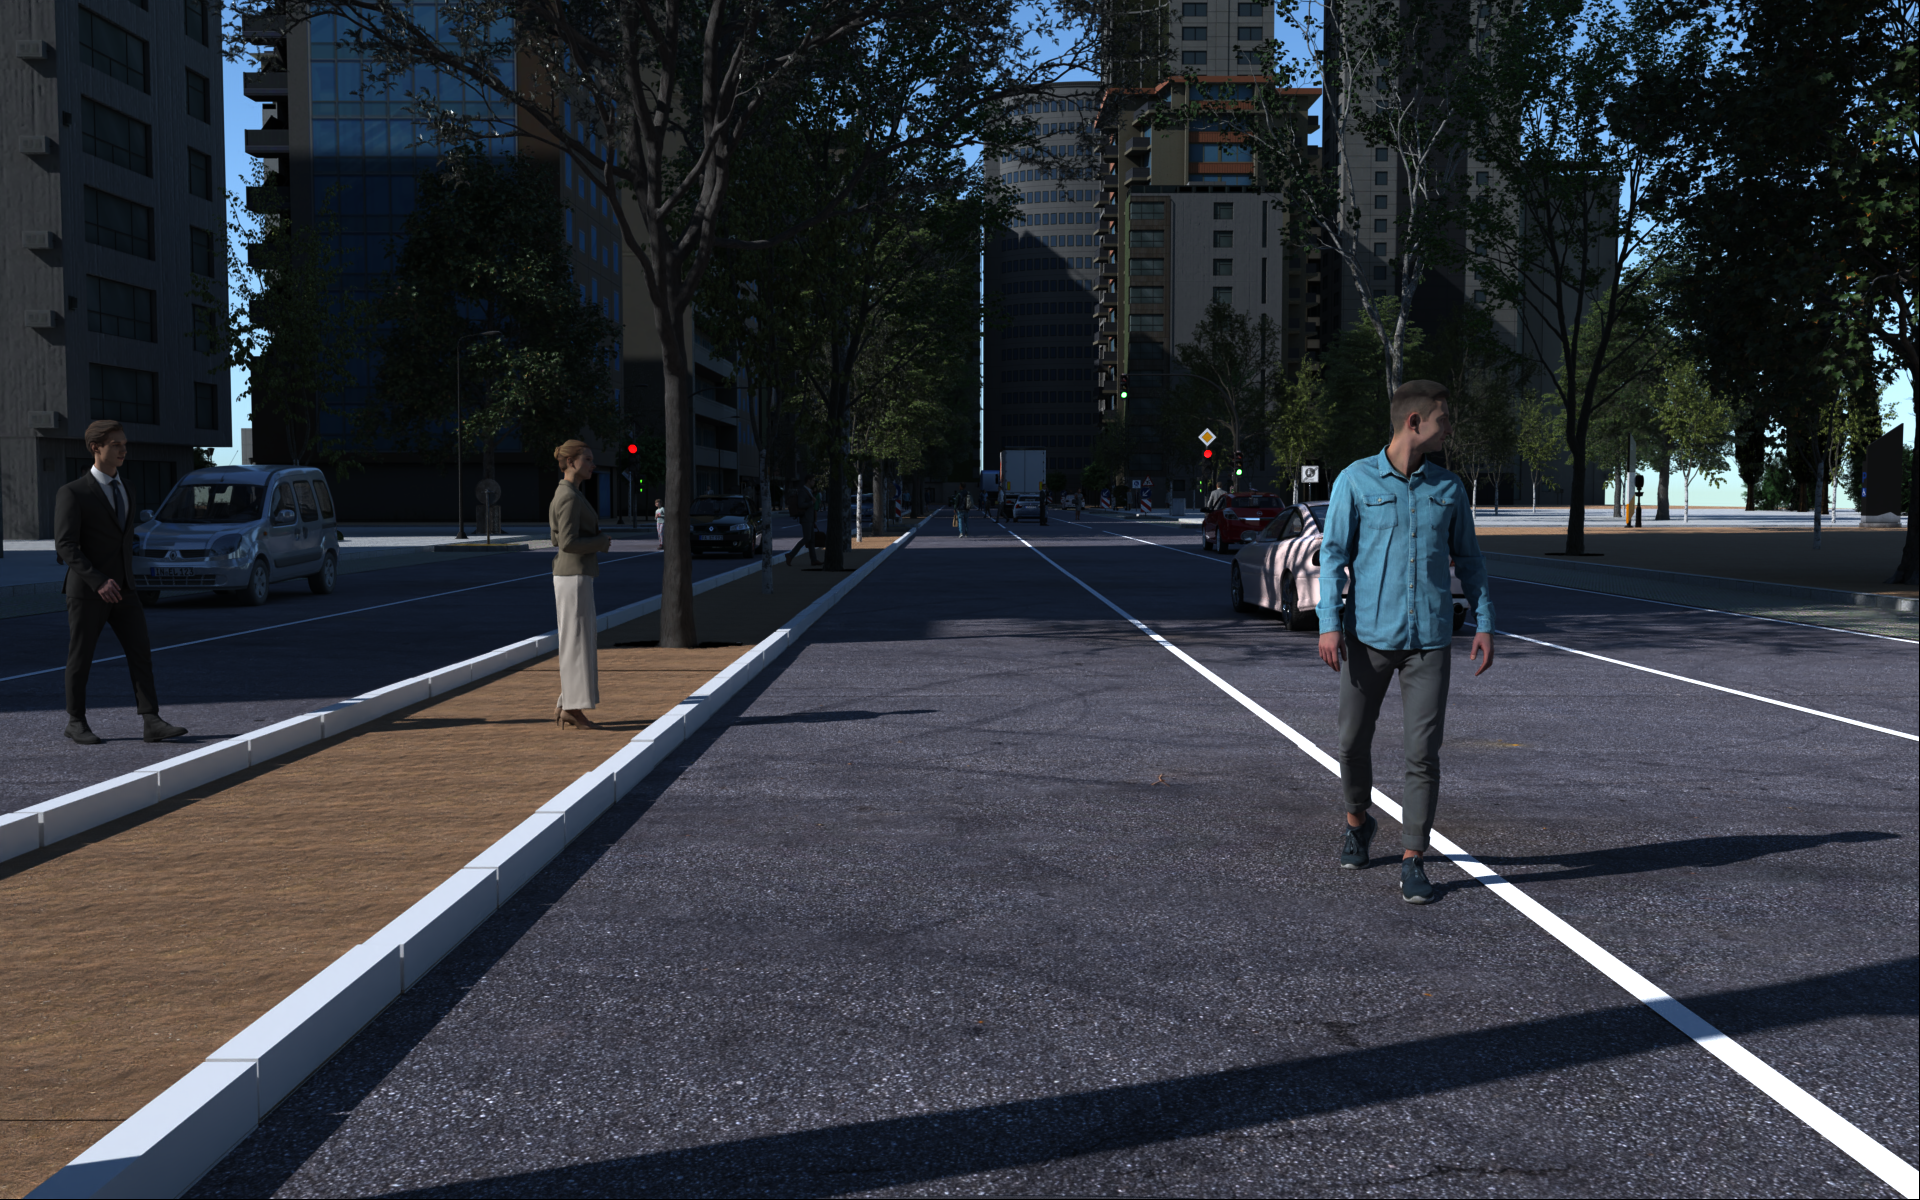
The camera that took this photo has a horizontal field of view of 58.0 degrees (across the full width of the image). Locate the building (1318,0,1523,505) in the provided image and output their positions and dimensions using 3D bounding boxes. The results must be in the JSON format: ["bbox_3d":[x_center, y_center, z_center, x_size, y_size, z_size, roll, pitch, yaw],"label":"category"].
[{"bbox_3d":[54.455,-47.216,210.226,20.611,71.187,20.563,0,3,0],"label":"building"}]

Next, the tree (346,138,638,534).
[{"bbox_3d":[-15.116,-8.480,55.662,9.611,12.733,9.660,0,3,0],"label":"tree"}]

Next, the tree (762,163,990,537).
[{"bbox_3d":[-2.865,-8.408,58.060,7.486,12.596,7.792,0,3,0],"label":"tree"}]

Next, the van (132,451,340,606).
[{"bbox_3d":[-9.819,-1.006,23.465,2.013,2.044,4.112,0,4,-1],"label":"van"}]

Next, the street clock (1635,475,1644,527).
[{"bbox_3d":[26.083,-3.790,66.534,0.358,2.002,0.471,0,4,8],"label":"street clock"}]

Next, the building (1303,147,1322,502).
[{"bbox_3d":[56.510,-37.980,244.670,21.600,48.544,21.300,0,3,0],"label":"building"}]

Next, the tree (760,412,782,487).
[{"bbox_3d":[-15.123,-12.047,147.332,4.360,8.622,3.978,0,3,0],"label":"tree"}]

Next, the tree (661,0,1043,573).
[{"bbox_3d":[-2.226,-6.321,31.566,9.928,11.665,9.643,0,3,0],"label":"tree"}]

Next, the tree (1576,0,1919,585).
[{"bbox_3d":[13.837,-6.576,24.529,9.611,12.733,9.660,0,3,0],"label":"tree"}]

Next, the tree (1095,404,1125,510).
[{"bbox_3d":[13.002,-11.498,138.354,4.360,8.622,3.978,0,3,0],"label":"tree"}]

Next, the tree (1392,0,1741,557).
[{"bbox_3d":[12.789,-6.718,35.593,9.928,11.665,9.643,0,3,0],"label":"tree"}]

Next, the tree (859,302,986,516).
[{"bbox_3d":[-2.859,-12.302,110.247,9.857,13.997,8.962,0,3,0],"label":"tree"}]

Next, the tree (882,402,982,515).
[{"bbox_3d":[-2.625,-11.149,119.163,8.767,10.594,7.601,0,3,0],"label":"tree"}]

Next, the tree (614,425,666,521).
[{"bbox_3d":[-14.846,-6.006,81.905,4.285,4.588,4.351,0,3,0],"label":"tree"}]

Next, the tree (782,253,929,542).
[{"bbox_3d":[-3.017,-6.040,51.574,4.360,8.622,3.978,0,3,0],"label":"tree"}]

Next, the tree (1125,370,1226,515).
[{"bbox_3d":[12.885,-9.392,103.920,4.360,8.622,3.978,0,3,0],"label":"tree"}]

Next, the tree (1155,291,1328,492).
[{"bbox_3d":[12.523,-8.913,80.132,7.601,10.594,8.767,0,4,4],"label":"tree"}]

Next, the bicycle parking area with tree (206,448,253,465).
[{"bbox_3d":[-47.331,-7.507,109.736,9.016,4.147,8.231,-1,4,-12],"label":"bicycle parking area with tree"}]

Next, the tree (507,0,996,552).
[{"bbox_3d":[-4.081,-11.272,42.651,12.611,20.169,13.585,0,3,0],"label":"tree"}]

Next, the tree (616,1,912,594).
[{"bbox_3d":[-2.711,-4.368,24.239,4.737,8.622,4.395,0,3,0],"label":"tree"}]

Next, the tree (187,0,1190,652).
[{"bbox_3d":[-2.603,-6.288,15.633,12.009,13.543,11.850,0,3,0],"label":"tree"}]

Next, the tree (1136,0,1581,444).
[{"bbox_3d":[12.263,-12.054,52.977,12.611,20.169,13.585,0,3,0],"label":"tree"}]

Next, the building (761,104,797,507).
[{"bbox_3d":[-28.623,-32.008,177.948,22.147,44.769,28.867,0,3,0],"label":"building"}]

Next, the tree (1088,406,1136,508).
[{"bbox_3d":[12.906,-11.951,145.769,4.737,8.622,4.395,0,3,0],"label":"tree"}]

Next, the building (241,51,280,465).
[{"bbox_3d":[-66.822,-37.775,206.855,27.495,52.752,28.713,0,3,0],"label":"building"}]

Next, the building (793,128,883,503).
[{"bbox_3d":[-24.889,-40.352,248.992,27.495,52.752,28.713,0,3,0],"label":"building"}]

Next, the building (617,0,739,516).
[{"bbox_3d":[-26.084,-29.704,109.362,21.300,48.544,21.600,0,3,0],"label":"building"}]

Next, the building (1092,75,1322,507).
[{"bbox_3d":[25.781,-32.476,185.606,22.147,44.769,28.867,0,3,0],"label":"building"}]

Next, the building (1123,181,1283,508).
[{"bbox_3d":[22.408,-24.011,164.280,14.160,30.474,14.107,0,3,0],"label":"building"}]

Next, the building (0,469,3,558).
[{"bbox_3d":[-28.258,-43.047,16.493,22.319,86.520,31.000,0,3,0],"label":"building"}]

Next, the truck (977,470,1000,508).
[{"bbox_3d":[3.439,-12.194,189.125,2.967,4.110,18.799,0,4,0],"label":"truck"}]

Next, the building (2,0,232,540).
[{"bbox_3d":[-31.757,-17.287,54.351,14.107,30.474,14.160,0,3,0],"label":"building"}]

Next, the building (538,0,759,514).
[{"bbox_3d":[-23.553,-29.676,135.315,14.600,45.320,14.200,0,3,0],"label":"building"}]

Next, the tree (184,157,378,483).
[{"bbox_3d":[-14.672,-5.362,38.029,4.737,8.622,4.395,0,3,0],"label":"tree"}]

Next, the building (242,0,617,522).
[{"bbox_3d":[-24.690,-26.514,83.610,14.600,45.320,14.200,0,3,0],"label":"building"}]

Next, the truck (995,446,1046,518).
[{"bbox_3d":[3.748,-7.236,107.229,2.839,4.237,11.283,0,4,-1],"label":"truck"}]

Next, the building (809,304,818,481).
[{"bbox_3d":[-24.800,-27.042,213.843,14.107,30.474,14.160,0,3,0],"label":"building"}]

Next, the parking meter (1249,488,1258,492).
[{"bbox_3d":[12.333,-3.938,72.794,0.372,1.533,0.369,0,3,0],"label":"parking meter"}]

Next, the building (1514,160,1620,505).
[{"bbox_3d":[71.849,-32.478,214.601,14.086,41.232,14.154,0,3,0],"label":"building"}]

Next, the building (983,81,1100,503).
[{"bbox_3d":[17.518,-42.984,244.780,28.212,58.520,21.231,0,3,0],"label":"building"}]

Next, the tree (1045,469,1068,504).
[{"bbox_3d":[12.446,-14.714,224.287,4.285,4.588,4.351,0,3,0],"label":"tree"}]

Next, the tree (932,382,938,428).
[{"bbox_3d":[-2.829,-6.821,64.337,4.360,8.622,3.978,0,3,0],"label":"tree"}]

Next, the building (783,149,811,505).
[{"bbox_3d":[-24.844,-31.554,199.497,14.154,41.232,14.086,0,3,0],"label":"building"}]

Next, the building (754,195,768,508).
[{"bbox_3d":[-25.149,-23.505,156.006,14.160,30.474,14.107,0,3,0],"label":"building"}]

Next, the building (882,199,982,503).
[{"bbox_3d":[-4.089,-34.175,242.361,14.086,41.232,14.154,0,3,0],"label":"building"}]

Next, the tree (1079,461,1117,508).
[{"bbox_3d":[13.193,-11.256,167.754,4.285,4.588,4.351,0,3,0],"label":"tree"}]

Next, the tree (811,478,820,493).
[{"bbox_3d":[-15.634,-11.899,189.151,1.663,3.219,1.824,0,3,0],"label":"tree"}]

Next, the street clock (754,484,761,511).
[{"bbox_3d":[-14.678,-7.414,125.796,0.471,2.002,0.358,0,4,7],"label":"street clock"}]

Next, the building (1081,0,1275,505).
[{"bbox_3d":[25.743,-47.176,209.575,20.563,71.187,20.611,0,3,0],"label":"building"}]
